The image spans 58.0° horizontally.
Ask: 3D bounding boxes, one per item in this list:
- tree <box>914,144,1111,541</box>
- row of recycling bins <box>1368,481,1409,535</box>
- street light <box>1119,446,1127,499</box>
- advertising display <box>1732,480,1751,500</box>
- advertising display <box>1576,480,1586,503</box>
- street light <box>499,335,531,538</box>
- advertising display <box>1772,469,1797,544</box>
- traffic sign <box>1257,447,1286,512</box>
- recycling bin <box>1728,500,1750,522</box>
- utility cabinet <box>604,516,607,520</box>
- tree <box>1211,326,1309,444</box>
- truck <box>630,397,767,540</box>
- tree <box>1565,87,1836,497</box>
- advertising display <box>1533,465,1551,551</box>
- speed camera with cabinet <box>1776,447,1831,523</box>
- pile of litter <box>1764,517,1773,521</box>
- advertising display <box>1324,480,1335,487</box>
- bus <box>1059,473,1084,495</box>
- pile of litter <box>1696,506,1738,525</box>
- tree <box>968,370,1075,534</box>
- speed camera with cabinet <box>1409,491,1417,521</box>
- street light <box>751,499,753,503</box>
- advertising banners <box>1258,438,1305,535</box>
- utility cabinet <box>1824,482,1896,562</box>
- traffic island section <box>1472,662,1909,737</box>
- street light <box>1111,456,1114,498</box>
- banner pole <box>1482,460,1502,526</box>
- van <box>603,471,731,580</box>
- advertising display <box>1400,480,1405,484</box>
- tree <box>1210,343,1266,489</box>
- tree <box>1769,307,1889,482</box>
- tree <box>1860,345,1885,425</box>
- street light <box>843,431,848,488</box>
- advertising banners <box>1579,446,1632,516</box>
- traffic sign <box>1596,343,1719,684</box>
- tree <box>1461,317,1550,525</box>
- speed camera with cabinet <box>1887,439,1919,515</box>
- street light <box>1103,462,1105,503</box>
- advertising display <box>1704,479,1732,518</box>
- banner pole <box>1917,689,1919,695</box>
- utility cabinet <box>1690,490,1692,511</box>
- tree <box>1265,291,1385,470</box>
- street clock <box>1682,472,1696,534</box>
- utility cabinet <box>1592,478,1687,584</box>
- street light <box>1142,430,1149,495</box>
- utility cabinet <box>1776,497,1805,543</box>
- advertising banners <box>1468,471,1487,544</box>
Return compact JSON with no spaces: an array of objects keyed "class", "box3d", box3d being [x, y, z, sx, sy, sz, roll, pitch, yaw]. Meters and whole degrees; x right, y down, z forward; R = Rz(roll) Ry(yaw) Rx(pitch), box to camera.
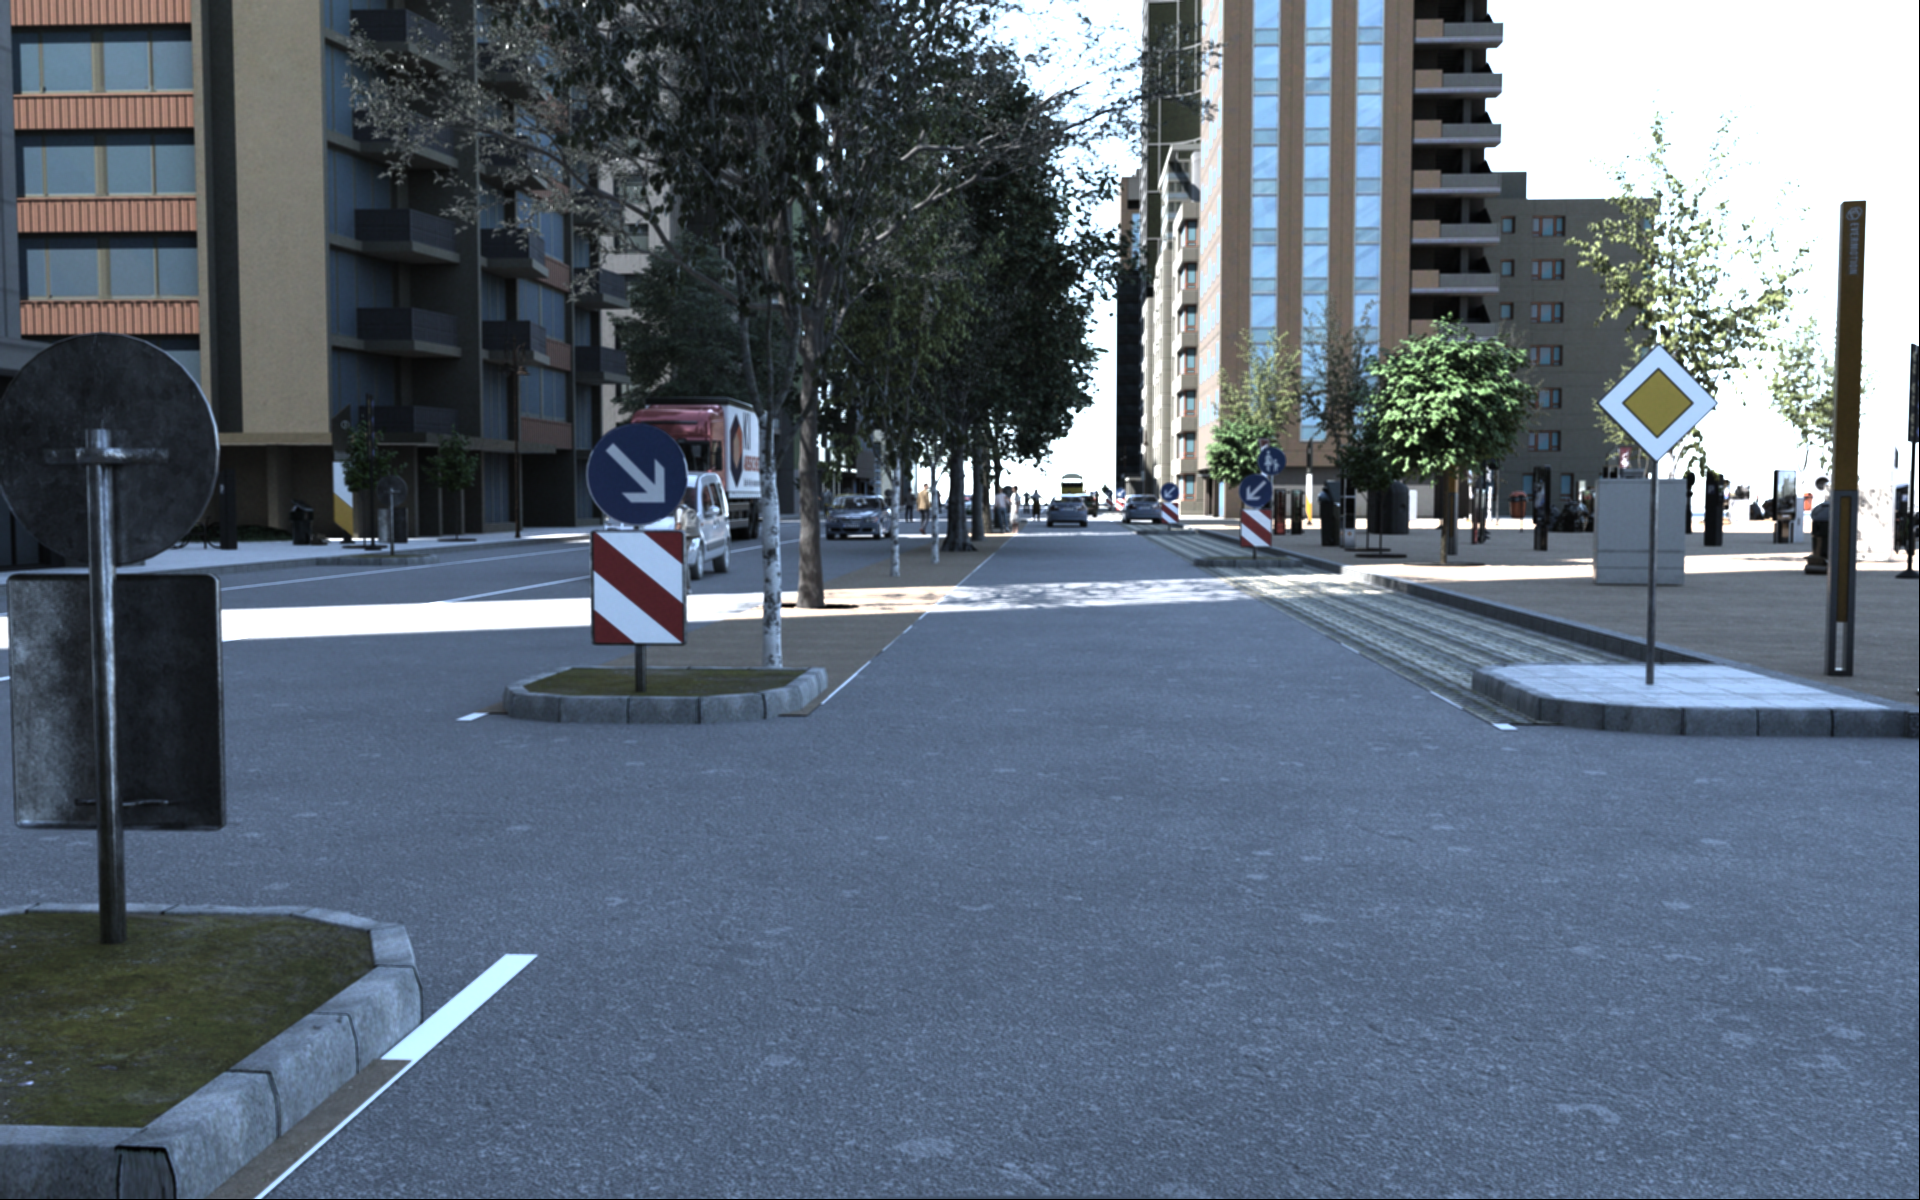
[{"class":"tree","box3d":[0.626,-8.044,52.105,7.486,12.596,7.792,0,3,0]},{"class":"row of recycling bins","box3d":[13.925,-3.024,56.552,1.069,1.692,3.534,0,4,5]},{"class":"street light","box3d":[15.953,-12.139,171.256,0.468,5.910,1.993,0,4,3]},{"class":"advertising display","box3d":[36.888,-4.696,81.990,0.974,1.923,0.123,0,4,4]},{"class":"advertising display","box3d":[29.540,-4.721,82.403,0.123,1.923,0.974,3,5,39]},{"class":"street light","box3d":[-12.942,-4.753,50.502,0.468,5.910,1.993,0,4,3]},{"class":"advertising display","box3d":[21.458,-2.439,45.086,0.974,1.923,0.123,-3,4,-37]},{"class":"traffic sign","box3d":[8.425,-2.861,46.880,0.768,2.556,0.104,0,4,5]},{"class":"recycling bin","box3d":[35.498,-4.062,78.963,0.722,1.027,0.722,0,4,-1]},{"class":"utility cabinet","box3d":[-17.973,-4.677,85.141,1.173,1.500,0.318,0,4,7]},{"class":"tree","box3d":[13.127,-7.627,75.062,4.737,8.622,4.395,0,3,0]},{"class":"truck","box3d":[-7.818,-3.884,52.424,2.839,4.237,11.283,0,4,2]},{"class":"tree","box3d":[13.473,-4.993,32.004,4.737,8.622,4.395,0,3,0]},{"class":"advertising display","box3d":[13.235,-2.092,39.421,0.123,1.923,0.974,0,4,3]},{"class":"speed camera with cabinet","box3d":[35.743,-4.831,73.324,2.038,3.252,0.660,2,4,27]},{"class":"pile of litter","box3d":[38.609,-4.124,81.388,1.176,0.858,1.719,-1,4,-9]},{"class":"advertising display","box3d":[17.050,-4.565,79.849,0.123,1.923,0.974,3,4,37]},{"class":"bus","box3d":[12.913,-12.739,199.833,2.896,3.916,12.252,0,4,3]},{"class":"pile of litter","box3d":[31.599,-3.556,72.098,1.719,0.858,1.176,3,5,40]},{"class":"tree","box3d":[1.500,-8.785,71.845,9.928,11.665,9.643,0,3,0]},{"class":"speed camera with cabinet","box3d":[20.841,-5.394,82.529,0.660,3.252,2.038,-2,4,-32]},{"class":"street light","box3d":[-10.747,-7.133,89.410,0.468,5.910,1.993,0,4,3]},{"class":"advertising banners","box3d":[10.082,-3.562,54.419,2.074,3.025,0.090,-2,4,-35]},{"class":"utility cabinet","box3d":[17.011,-1.475,32.789,1.173,1.500,0.318,3,5,40]},{"class":"traffic island section","box3d":[4.677,0.647,11.702,2.009,0.180,2.903,0,4,3]},{"class":"street light","box3d":[18.321,-14.411,208.404,0.468,5.910,1.993,0,4,3]},{"class":"banner pole","box3d":[21.369,-4.866,69.572,0.863,3.779,0.401,0,4,4]},{"class":"van","box3d":[-5.099,-1.422,30.266,2.013,2.044,4.112,0,4,2]},{"class":"advertising display","box3d":[20.236,-4.527,79.225,0.123,1.923,0.974,0,4,6]},{"class":"tree","box3d":[14.168,-8.032,81.686,4.360,8.622,3.978,0,3,0]},{"class":"tree","box3d":[34.060,-7.161,67.451,4.360,8.622,3.978,0,3,0]},{"class":"tree","box3d":[28.684,-6.621,58.618,4.737,8.622,4.395,0,3,0]},{"class":"street light","box3d":[-8.395,-9.448,127.261,0.468,5.910,1.993,0,4,3]},{"class":"advertising banners","box3d":[23.710,-4.123,63.591,2.074,3.025,0.090,-1,4,-10]},{"class":"traffic sign","box3d":[4.653,-0.488,11.627,0.795,2.450,0.064,0,4,3]},{"class":"tree","box3d":[22.493,-7.497,72.937,4.360,8.622,3.978,0,3,0]},{"class":"speed camera with cabinet","box3d":[33.801,-4.131,61.875,0.660,3.252,2.038,1,4,8]},{"class":"street light","box3d":[20.447,-16.684,245.565,0.468,5.910,1.993,0,4,3]},{"class":"advertising display","box3d":[32.594,-4.242,74.578,0.974,1.923,0.123,2,4,31]},{"class":"banner pole","box3d":[6.495,-1.285,11.021,0.863,3.779,0.401,-2,4,-35]},{"class":"utility cabinet","box3d":[23.375,-2.949,56.893,1.173,1.500,0.318,0,4,7]},{"class":"tree","box3d":[13.680,-6.824,61.936,4.360,8.622,3.978,0,3,0]},{"class":"street clock","box3d":[23.508,-3.139,55.891,0.358,2.002,0.471,0,4,-5]},{"class":"utility cabinet","box3d":[9.562,-0.961,24.392,1.173,1.500,0.318,1,4,10]},{"class":"street light","box3d":[13.406,-9.319,125.158,0.468,5.910,1.993,0,4,3]},{"class":"utility cabinet","box3d":[22.074,-2.132,46.022,1.020,1.237,0.306,-3,5,-41]},{"class":"advertising banners","box3d":[13.198,-2.940,44.265,0.090,3.025,2.074,2,4,29]}]
